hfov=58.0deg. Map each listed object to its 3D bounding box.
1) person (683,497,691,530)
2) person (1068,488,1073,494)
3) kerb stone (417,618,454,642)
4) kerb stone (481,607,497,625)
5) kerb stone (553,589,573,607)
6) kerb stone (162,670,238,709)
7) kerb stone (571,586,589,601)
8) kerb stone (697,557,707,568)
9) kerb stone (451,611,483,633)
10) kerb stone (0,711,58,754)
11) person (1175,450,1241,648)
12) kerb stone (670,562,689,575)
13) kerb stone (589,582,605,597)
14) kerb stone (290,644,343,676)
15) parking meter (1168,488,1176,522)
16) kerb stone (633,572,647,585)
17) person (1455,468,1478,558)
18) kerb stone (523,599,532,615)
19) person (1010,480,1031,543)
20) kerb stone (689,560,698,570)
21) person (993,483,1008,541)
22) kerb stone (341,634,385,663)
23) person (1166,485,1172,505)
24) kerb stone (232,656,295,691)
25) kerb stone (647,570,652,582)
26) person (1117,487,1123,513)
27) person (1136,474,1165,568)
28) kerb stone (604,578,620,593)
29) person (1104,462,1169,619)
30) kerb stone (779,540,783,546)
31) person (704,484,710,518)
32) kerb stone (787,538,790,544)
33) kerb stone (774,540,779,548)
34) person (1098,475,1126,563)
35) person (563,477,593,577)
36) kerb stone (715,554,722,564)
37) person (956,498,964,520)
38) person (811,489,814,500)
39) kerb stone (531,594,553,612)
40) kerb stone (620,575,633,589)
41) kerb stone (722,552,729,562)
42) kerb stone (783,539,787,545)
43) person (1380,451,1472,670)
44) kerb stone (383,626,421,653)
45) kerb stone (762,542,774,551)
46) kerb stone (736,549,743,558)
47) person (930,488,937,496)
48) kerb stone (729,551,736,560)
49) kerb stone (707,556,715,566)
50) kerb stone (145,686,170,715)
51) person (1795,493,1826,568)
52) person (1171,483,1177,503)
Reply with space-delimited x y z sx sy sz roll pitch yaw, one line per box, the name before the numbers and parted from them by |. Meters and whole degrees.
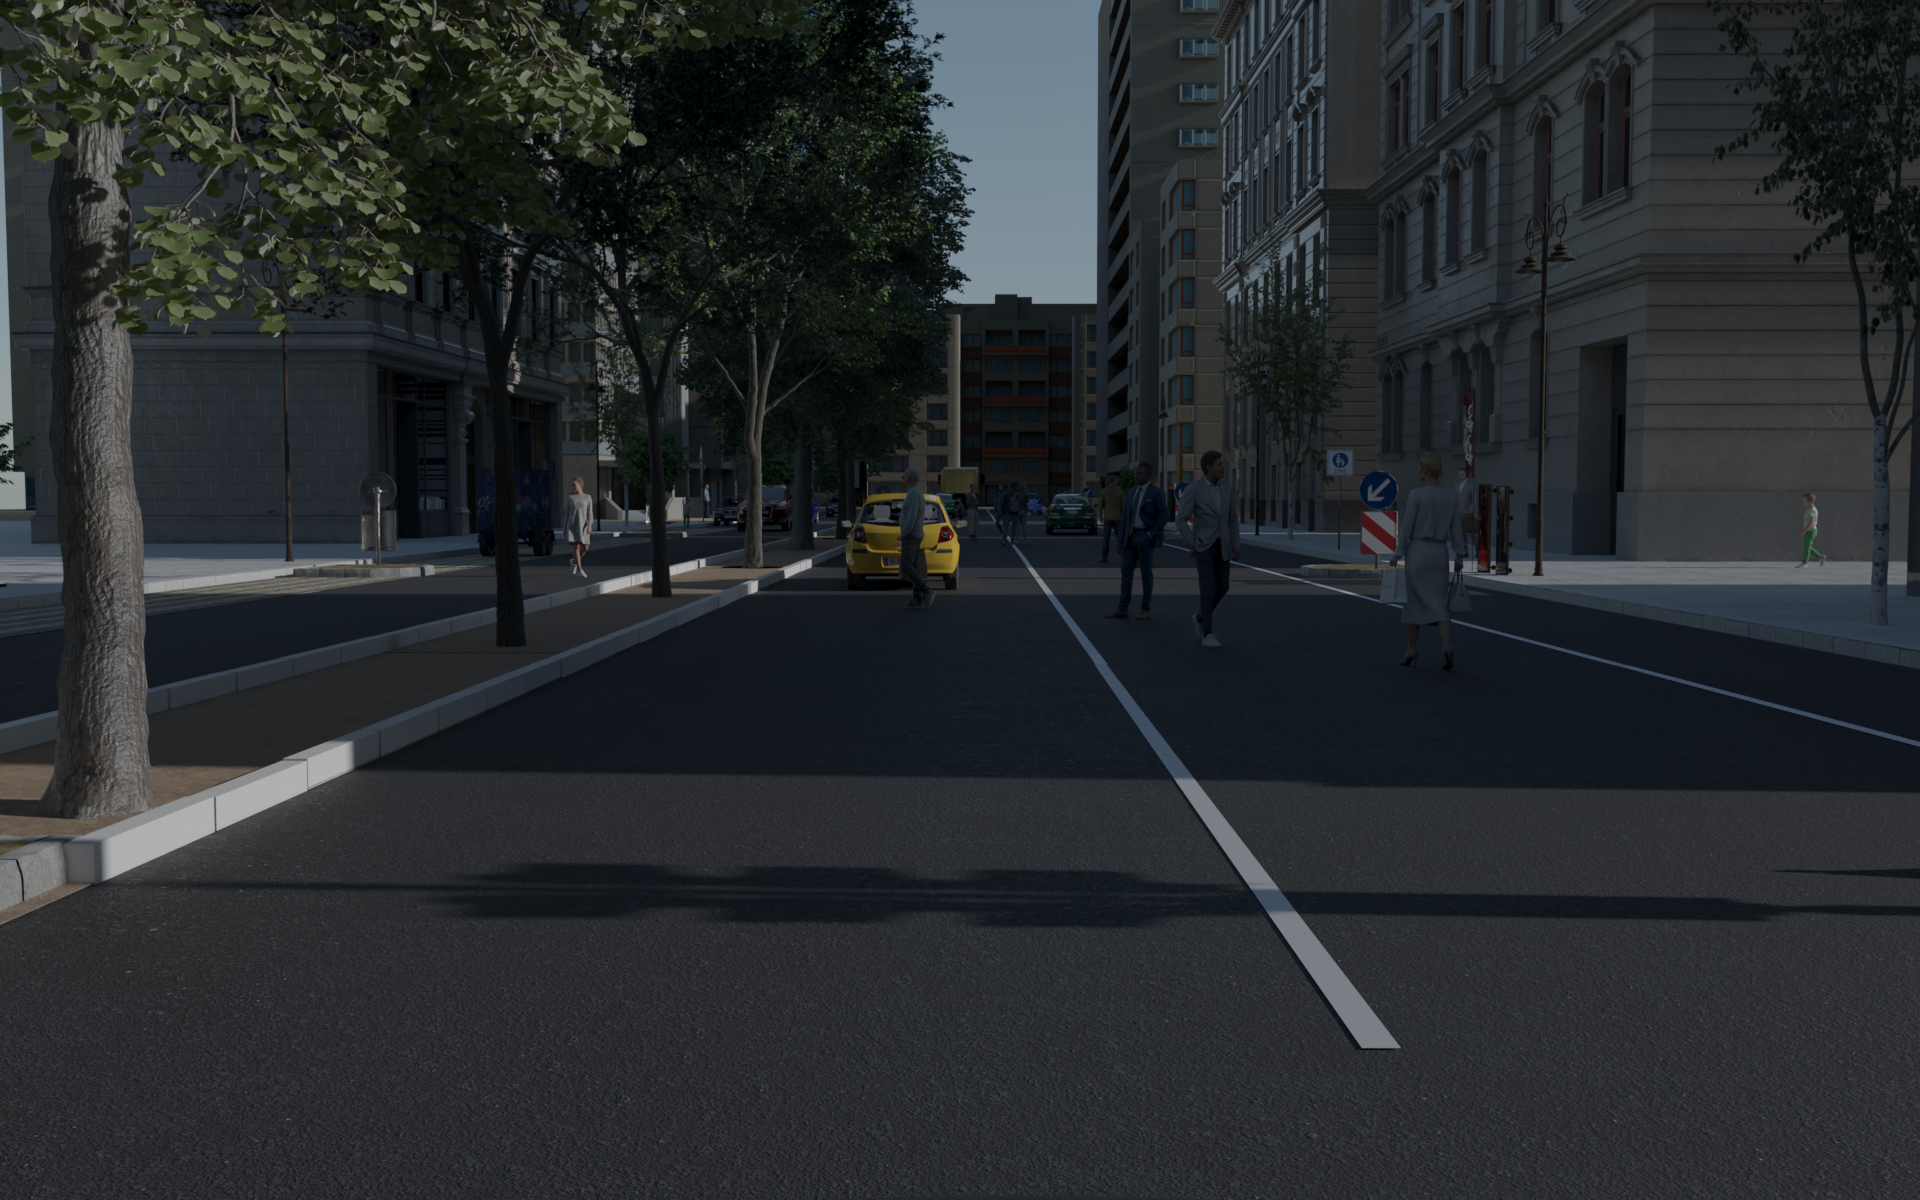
person | -10.817 -3.412 68.541 0.306 1.304 0.590 -1 4 -15
person | 10.019 -9.292 157.837 0.709 1.838 0.599 0 4 -8
kerb stone | -5.236 0.312 17.102 0.120 0.150 1.000 0 4 1
kerb stone | -5.219 0.188 19.155 0.120 0.150 1.000 0 4 1
kerb stone | -5.182 -0.002 22.228 0.120 0.150 1.000 0 4 1
kerb stone | -5.285 0.626 11.979 0.120 0.150 1.000 0 4 1
kerb stone | -5.185 -0.065 23.256 0.120 0.150 1.000 0 4 1
kerb stone | -5.090 -0.693 33.523 0.120 0.150 1.000 0 4 1
kerb stone | -5.225 0.249 18.128 0.120 0.150 1.000 0 4 1
kerb stone | -5.307 0.755 9.921 0.120 0.150 1.000 0 4 1
person | 2.333 -0.497 16.465 0.661 1.843 0.795 -1 4 -23
kerb stone | -5.108 -0.567 31.464 0.120 0.150 1.000 0 4 1
kerb stone | -5.173 -0.122 24.278 0.120 0.150 1.000 0 4 1
kerb stone | -5.263 0.499 14.033 0.120 0.150 1.000 0 4 1
parking meter | 9.627 -4.301 78.726 0.372 1.533 0.369 0 3 0
kerb stone | -5.144 -0.315 27.349 0.120 0.150 1.000 0 4 1
person | 10.171 -1.756 34.877 0.853 1.813 0.709 -3 4 -38
kerb stone | -5.202 0.123 20.179 0.120 0.150 1.000 0 4 1
person | 1.773 -2.561 50.342 0.573 1.828 0.580 3 4 36
kerb stone | -5.100 -0.628 32.487 0.120 0.150 1.000 0 4 1
person | 1.331 -2.710 53.160 0.601 1.785 0.444 3 4 38
kerb stone | -5.253 0.437 15.056 0.120 0.150 1.000 0 4 1
person | 10.393 -4.831 85.716 1.217 1.739 0.721 2 4 35
kerb stone | -5.270 0.564 13.007 0.120 0.150 1.000 0 4 1
kerb stone | -5.134 -0.375 28.372 0.120 0.150 1.000 0 4 1
person | 7.226 -4.328 79.664 0.834 1.777 0.661 3 4 36
person | 3.728 -1.530 33.643 0.853 1.813 0.709 -2 4 -28
kerb stone | -5.166 -0.190 25.300 0.120 0.150 1.000 0 4 1
person | 2.061 -0.687 19.916 0.721 1.800 0.419 3 4 36
kerb stone | -4.968 -1.508 46.850 0.120 0.150 1.000 0 4 1
person | -13.356 -5.221 91.384 0.705 1.826 1.348 0 4 -2
kerb stone | -4.949 -1.633 48.895 0.120 0.150 1.000 0 4 1
kerb stone | -4.987 -1.445 45.826 0.120 0.150 1.000 0 4 1
person | 3.230 -1.697 36.162 0.656 1.842 0.836 -2 4 -32
person | -6.657 -1.274 30.085 0.466 1.731 0.760 -3 4 -37
kerb stone | -5.067 -0.817 35.583 0.120 0.150 1.000 0 4 1
person | -0.003 -3.809 75.450 0.373 1.253 0.362 -3 4 -39
person | -12.893 -8.758 149.767 0.617 1.759 0.750 -3 4 -39
kerb stone | -5.199 0.061 21.202 0.120 0.150 1.000 0 4 1
kerb stone | -5.161 -0.252 26.322 0.120 0.150 1.000 0 4 1
kerb stone | -5.058 -0.877 36.605 0.120 0.150 1.000 0 4 1
kerb stone | -4.956 -1.570 47.873 0.120 0.150 1.000 0 4 1
person | 3.832 -0.328 14.223 0.694 1.780 0.624 0 4 4
kerb stone | -5.246 0.378 16.078 0.120 0.150 1.000 0 4 1
kerb stone | -4.985 -1.376 44.795 0.120 0.150 1.000 0 4 1
kerb stone | -5.037 -1.002 38.660 0.120 0.150 1.000 0 4 1
person | -1.387 -5.103 92.595 0.621 1.740 0.551 0 4 0
kerb stone | -5.046 -0.944 37.638 0.120 0.150 1.000 0 4 1
kerb stone | -5.080 -0.756 34.553 0.120 0.150 1.000 0 4 1
kerb stone | -5.300 0.688 10.943 0.120 0.150 1.000 0 4 1
person | 14.808 -1.212 30.104 0.590 1.304 0.306 -1 4 -8
person | 10.299 -4.723 83.394 0.705 1.807 1.348 1 4 8
